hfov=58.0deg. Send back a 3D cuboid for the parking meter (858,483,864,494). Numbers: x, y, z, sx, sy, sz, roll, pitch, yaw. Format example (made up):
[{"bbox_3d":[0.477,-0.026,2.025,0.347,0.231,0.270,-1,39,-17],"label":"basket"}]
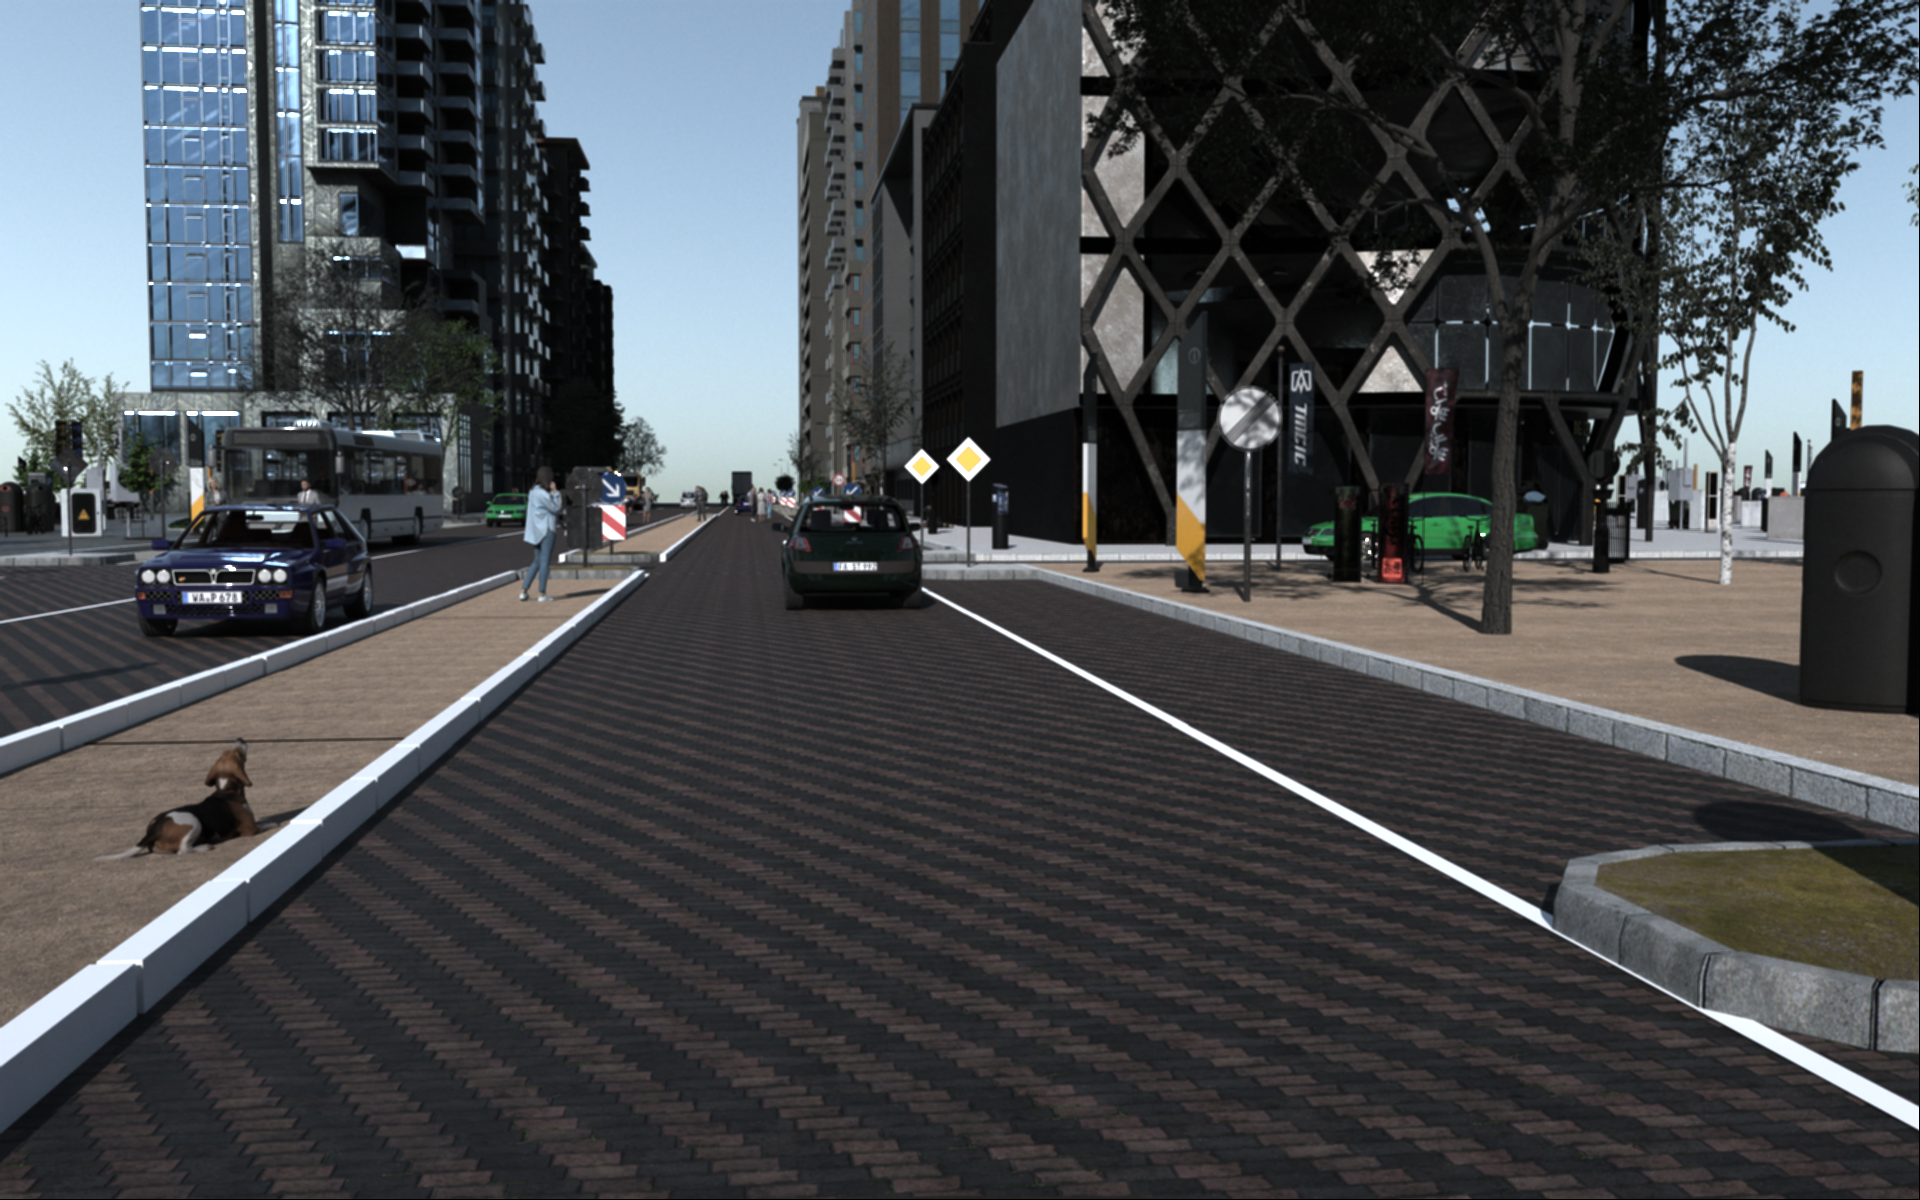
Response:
[{"bbox_3d":[-5.006,-4.943,86.535,0.399,1.863,0.255,0,4,5],"label":"parking meter"}]

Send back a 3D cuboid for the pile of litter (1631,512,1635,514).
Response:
[{"bbox_3d":[44.886,-6.105,113.789,1.719,0.858,1.176,0,4,-7],"label":"pile of litter"}]

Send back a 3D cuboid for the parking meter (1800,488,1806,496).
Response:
[{"bbox_3d":[32.960,-3.639,67.915,0.372,1.533,0.369,0,3,0],"label":"parking meter"}]

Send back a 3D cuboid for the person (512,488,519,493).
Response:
[{"bbox_3d":[-26.945,-5.906,105.038,0.573,1.828,0.580,0,4,8],"label":"person"}]

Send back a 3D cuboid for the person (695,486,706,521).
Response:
[{"bbox_3d":[-13.521,-5.010,90.217,0.655,1.846,0.447,1,4,20],"label":"person"}]

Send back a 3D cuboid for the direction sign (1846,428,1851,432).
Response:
[{"bbox_3d":[30.684,-4.119,59.348,0.876,3.537,0.379,-1,4,-10],"label":"direction sign"}]

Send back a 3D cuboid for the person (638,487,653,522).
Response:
[{"bbox_3d":[-15.984,-4.842,88.029,0.716,1.782,0.532,0,4,-6],"label":"person"}]

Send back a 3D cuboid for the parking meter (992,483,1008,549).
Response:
[{"bbox_3d":[0.937,-1.950,40.296,0.372,1.533,0.369,0,3,0],"label":"parking meter"}]

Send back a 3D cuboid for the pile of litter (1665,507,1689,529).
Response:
[{"bbox_3d":[26.949,-3.047,63.783,1.719,0.858,1.176,3,4,38],"label":"pile of litter"}]

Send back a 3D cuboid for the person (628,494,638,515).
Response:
[{"bbox_3d":[-22.614,-6.599,119.632,0.697,1.427,0.421,-1,4,-15],"label":"person"}]

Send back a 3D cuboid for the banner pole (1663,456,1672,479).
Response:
[{"bbox_3d":[46.486,-7.580,113.956,0.863,3.779,0.401,-1,4,-20],"label":"banner pole"}]

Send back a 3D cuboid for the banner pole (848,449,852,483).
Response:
[{"bbox_3d":[-6.185,-6.541,96.959,0.401,3.779,0.863,1,4,11],"label":"banner pole"}]

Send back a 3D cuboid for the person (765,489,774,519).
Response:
[{"bbox_3d":[-11.210,-5.641,101.574,0.563,1.720,0.643,2,4,24],"label":"person"}]

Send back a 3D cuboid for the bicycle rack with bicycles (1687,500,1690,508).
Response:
[{"bbox_3d":[48.937,-6.296,116.320,2.852,0.926,2.925,-1,4,-17],"label":"bicycle rack with bicycles"}]

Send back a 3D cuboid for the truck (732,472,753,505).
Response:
[{"bbox_3d":[-27.961,-14.280,222.385,2.839,4.237,11.283,0,4,-7],"label":"truck"}]

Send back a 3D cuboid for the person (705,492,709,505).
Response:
[{"bbox_3d":[-34.789,-13.945,237.188,1.217,1.739,0.721,2,4,33],"label":"person"}]

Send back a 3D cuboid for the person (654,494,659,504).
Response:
[{"bbox_3d":[-42.637,-14.174,243.437,0.799,1.438,0.628,-1,4,-9],"label":"person"}]

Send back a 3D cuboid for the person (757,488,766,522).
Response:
[{"bbox_3d":[-10.095,-4.821,87.889,0.480,1.755,0.524,-2,4,-32],"label":"person"}]

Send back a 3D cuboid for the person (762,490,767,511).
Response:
[{"bbox_3d":[-16.236,-8.255,143.914,0.683,1.767,0.568,-2,4,-31],"label":"person"}]

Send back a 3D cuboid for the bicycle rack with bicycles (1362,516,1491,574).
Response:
[{"bbox_3d":[7.891,-0.953,28.971,2.852,0.926,2.925,1,4,18],"label":"bicycle rack with bicycles"}]

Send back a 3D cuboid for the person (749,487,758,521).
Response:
[{"bbox_3d":[-10.746,-5.016,90.690,0.709,1.800,0.728,-2,4,-29],"label":"person"}]

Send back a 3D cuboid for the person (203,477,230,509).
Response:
[{"bbox_3d":[-15.943,-1.743,37.180,0.537,1.800,0.526,-2,4,-24],"label":"person"}]

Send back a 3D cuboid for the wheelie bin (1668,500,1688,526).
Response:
[{"bbox_3d":[29.087,-3.805,70.113,0.693,1.594,0.980,3,4,37],"label":"wheelie bin"}]

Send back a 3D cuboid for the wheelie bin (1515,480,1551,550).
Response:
[{"bbox_3d":[13.179,-1.964,40.026,0.693,1.594,0.980,-1,4,-20],"label":"wheelie bin"}]

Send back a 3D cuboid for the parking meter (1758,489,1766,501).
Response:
[{"bbox_3d":[41.194,-4.926,88.954,0.372,1.533,0.369,0,3,0],"label":"parking meter"}]

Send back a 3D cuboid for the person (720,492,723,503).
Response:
[{"bbox_3d":[-36.882,-15.910,268.656,1.348,1.821,0.705,3,5,41],"label":"person"}]

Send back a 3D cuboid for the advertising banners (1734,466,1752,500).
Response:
[{"bbox_3d":[47.991,-6.787,107.161,0.090,3.025,2.074,-3,4,-37],"label":"advertising banners"}]

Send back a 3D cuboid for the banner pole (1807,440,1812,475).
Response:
[{"bbox_3d":[39.171,-5.497,79.890,0.401,3.779,0.863,3,4,39],"label":"banner pole"}]

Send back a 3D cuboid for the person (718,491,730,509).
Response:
[{"bbox_3d":[-22.499,-9.528,165.102,1.217,1.723,0.721,1,4,10],"label":"person"}]

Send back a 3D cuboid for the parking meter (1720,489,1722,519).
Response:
[{"bbox_3d":[38.393,-4.827,87.336,0.372,1.533,0.369,0,3,0],"label":"parking meter"}]

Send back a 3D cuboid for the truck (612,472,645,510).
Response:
[{"bbox_3d":[-29.639,-9.664,153.922,3.469,3.379,9.791,-1,4,-9],"label":"truck"}]

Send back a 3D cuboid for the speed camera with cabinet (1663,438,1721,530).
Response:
[{"bbox_3d":[26.229,-4.128,61.831,2.038,3.252,0.660,-2,4,-25],"label":"speed camera with cabinet"}]

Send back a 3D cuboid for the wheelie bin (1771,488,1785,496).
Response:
[{"bbox_3d":[43.688,-5.178,92.573,0.980,1.594,0.693,3,5,44],"label":"wheelie bin"}]

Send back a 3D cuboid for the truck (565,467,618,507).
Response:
[{"bbox_3d":[-26.226,-7.866,124.539,3.469,3.379,9.791,0,4,-7],"label":"truck"}]

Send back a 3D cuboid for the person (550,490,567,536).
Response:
[{"bbox_3d":[-13.868,-3.129,59.501,0.661,1.843,0.795,3,5,44],"label":"person"}]

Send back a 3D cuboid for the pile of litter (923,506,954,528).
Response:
[{"bbox_3d":[-0.963,-3.166,65.730,1.176,0.858,1.719,-2,4,-34],"label":"pile of litter"}]

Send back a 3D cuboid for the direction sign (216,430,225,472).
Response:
[{"bbox_3d":[-25.866,-4.245,61.395,0.876,3.537,0.379,-1,4,-13],"label":"direction sign"}]

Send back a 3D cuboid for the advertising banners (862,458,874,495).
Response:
[{"bbox_3d":[-4.450,-5.334,83.404,0.090,3.025,2.074,-1,4,-16],"label":"advertising banners"}]

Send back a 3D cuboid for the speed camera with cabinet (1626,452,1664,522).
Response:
[{"bbox_3d":[31.977,-5.266,80.432,0.660,3.252,2.038,-3,4,-38],"label":"speed camera with cabinet"}]

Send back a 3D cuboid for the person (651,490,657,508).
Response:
[{"bbox_3d":[-32.385,-10.600,181.890,1.350,1.814,0.705,-1,4,-14],"label":"person"}]

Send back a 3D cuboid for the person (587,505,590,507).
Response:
[{"bbox_3d":[-15.707,-3.926,72.706,0.654,1.822,0.581,0,4,-7],"label":"person"}]

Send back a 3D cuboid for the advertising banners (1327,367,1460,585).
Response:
[{"bbox_3d":[6.142,-1.739,24.618,0.090,3.025,2.074,-3,5,-44],"label":"advertising banners"}]

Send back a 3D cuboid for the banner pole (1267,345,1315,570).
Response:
[{"bbox_3d":[5.583,-2.392,29.120,0.863,3.779,0.401,3,4,38],"label":"banner pole"}]

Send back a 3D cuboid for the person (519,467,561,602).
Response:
[{"bbox_3d":[-5.579,-0.869,22.969,0.793,1.790,0.793,1,4,20],"label":"person"}]

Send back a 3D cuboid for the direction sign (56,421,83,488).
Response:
[{"bbox_3d":[-27.778,-3.798,54.088,0.379,3.537,0.876,2,4,26],"label":"direction sign"}]

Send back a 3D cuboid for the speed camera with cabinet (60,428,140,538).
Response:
[{"bbox_3d":[-25.502,-3.488,51.360,2.038,3.252,0.660,-3,5,-44],"label":"speed camera with cabinet"}]

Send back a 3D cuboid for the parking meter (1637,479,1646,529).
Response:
[{"bbox_3d":[25.178,-3.556,63.844,0.255,1.863,0.399,-2,4,-32],"label":"parking meter"}]

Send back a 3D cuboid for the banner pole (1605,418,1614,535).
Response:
[{"bbox_3d":[20.455,-3.948,54.570,0.401,3.779,0.863,0,4,2],"label":"banner pole"}]

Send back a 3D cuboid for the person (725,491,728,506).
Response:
[{"bbox_3d":[-28.130,-12.226,208.332,0.705,1.831,1.348,-3,4,-36],"label":"person"}]

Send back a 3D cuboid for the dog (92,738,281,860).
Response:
[{"bbox_3d":[-3.160,0.802,7.077,0.748,0.427,0.550,-2,4,-27],"label":"dog"}]

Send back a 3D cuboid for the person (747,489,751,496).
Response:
[{"bbox_3d":[-16.534,-7.814,136.123,0.709,1.838,0.599,-3,4,-36],"label":"person"}]

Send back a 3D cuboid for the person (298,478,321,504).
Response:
[{"bbox_3d":[-14.268,-1.785,37.953,0.678,1.792,0.850,1,4,13],"label":"person"}]
